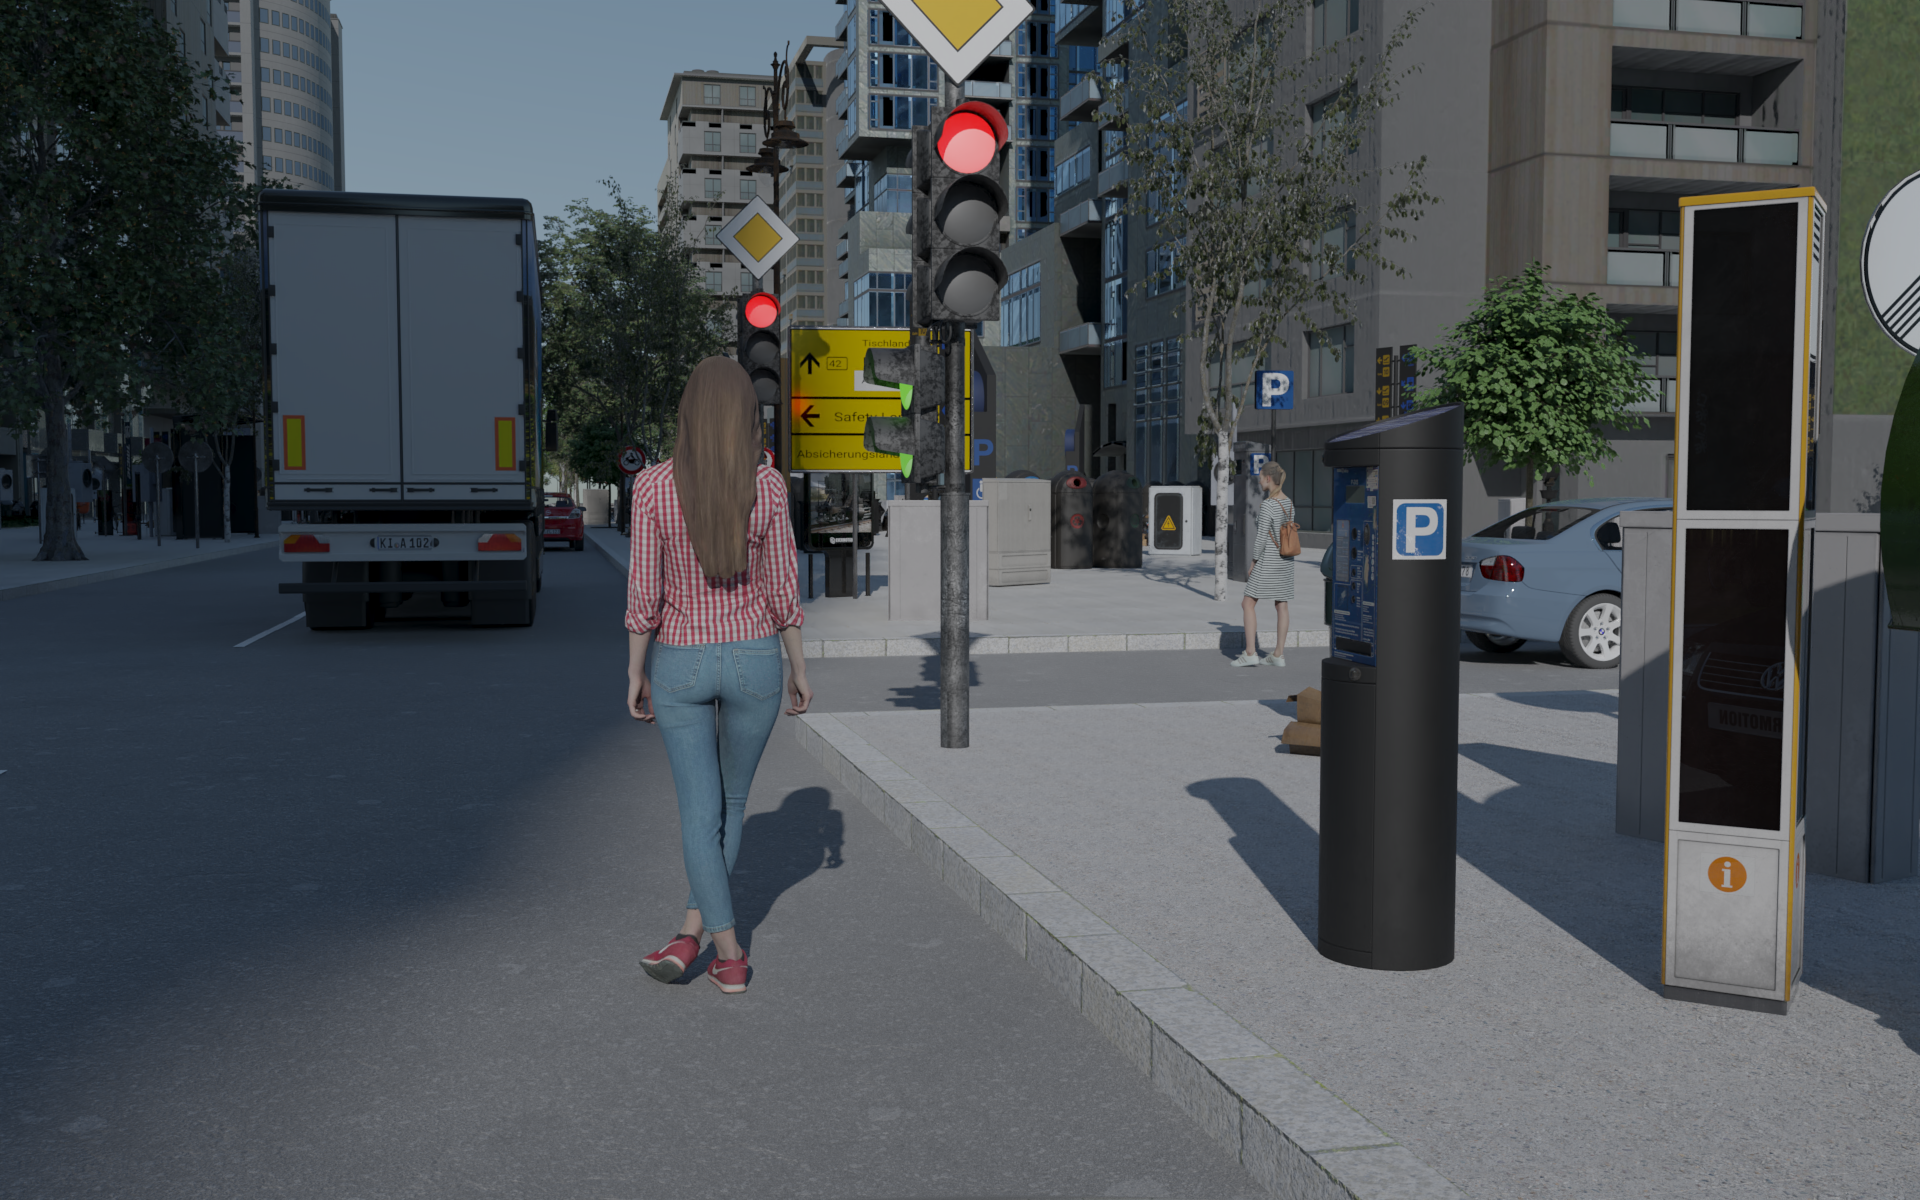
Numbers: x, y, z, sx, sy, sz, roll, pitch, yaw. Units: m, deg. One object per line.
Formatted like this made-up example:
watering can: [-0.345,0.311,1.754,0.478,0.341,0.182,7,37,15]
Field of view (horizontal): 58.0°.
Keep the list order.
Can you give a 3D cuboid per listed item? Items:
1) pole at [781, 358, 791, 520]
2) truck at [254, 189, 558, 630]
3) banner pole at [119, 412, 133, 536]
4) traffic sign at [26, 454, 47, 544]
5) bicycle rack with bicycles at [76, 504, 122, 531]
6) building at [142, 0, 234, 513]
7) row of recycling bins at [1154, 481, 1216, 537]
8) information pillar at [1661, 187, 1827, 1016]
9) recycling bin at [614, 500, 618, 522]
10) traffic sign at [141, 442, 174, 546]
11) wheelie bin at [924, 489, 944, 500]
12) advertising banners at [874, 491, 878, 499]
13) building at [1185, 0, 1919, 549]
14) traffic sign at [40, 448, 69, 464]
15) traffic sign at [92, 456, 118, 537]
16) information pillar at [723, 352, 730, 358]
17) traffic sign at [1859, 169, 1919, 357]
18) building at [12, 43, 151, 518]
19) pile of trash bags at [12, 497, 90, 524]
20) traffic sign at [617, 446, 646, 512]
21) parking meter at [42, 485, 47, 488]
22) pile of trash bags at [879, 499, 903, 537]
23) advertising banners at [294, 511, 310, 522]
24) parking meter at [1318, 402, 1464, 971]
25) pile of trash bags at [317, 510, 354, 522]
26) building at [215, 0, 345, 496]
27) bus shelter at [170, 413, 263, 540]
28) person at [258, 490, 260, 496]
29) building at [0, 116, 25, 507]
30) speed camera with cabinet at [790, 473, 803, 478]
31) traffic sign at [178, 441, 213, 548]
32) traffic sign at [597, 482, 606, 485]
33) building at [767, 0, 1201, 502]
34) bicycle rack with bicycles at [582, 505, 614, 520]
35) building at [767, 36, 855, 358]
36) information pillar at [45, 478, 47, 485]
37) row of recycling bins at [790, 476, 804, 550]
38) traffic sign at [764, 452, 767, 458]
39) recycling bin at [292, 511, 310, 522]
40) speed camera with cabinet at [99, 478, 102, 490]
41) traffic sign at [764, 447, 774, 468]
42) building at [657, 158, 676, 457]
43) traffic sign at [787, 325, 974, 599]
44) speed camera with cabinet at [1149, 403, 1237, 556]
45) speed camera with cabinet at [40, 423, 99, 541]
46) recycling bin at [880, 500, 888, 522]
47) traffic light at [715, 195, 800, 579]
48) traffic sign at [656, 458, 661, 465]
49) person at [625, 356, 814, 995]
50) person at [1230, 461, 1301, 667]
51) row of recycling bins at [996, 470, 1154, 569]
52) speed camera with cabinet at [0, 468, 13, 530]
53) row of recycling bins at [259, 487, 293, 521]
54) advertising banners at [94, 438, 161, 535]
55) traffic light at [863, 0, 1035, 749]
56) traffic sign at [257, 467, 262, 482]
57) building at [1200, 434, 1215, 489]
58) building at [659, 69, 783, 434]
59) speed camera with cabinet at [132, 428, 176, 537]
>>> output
pole: [-2.654,-1.972,26.079,0.158,3.312,0.155,0,3,0]
truck: [-6.487,-2.002,21.644,2.839,4.237,11.283,-1,4,-13]
banner pole: [-25.430,-3.844,52.873,0.401,3.779,0.863,-3,5,-44]
traffic sign: [-23.666,-2.593,44.520,0.606,2.300,0.079,0,4,-6]
bicycle rack with bicycles: [-30.672,-2.910,60.965,2.852,0.926,2.925,-1,4,-15]
building: [-67.692,-32.614,122.478,28.713,52.752,27.495,-1,4,-14]
row of recycling bins: [6.989,-2.832,53.413,1.069,1.692,3.534,-3,5,-42]
information pillar: [1.983,0.006,4.389,0.304,2.012,0.304,2,4,31]
recycling bin: [-15.323,-4.064,79.007,0.722,1.027,0.722,-2,4,-31]
traffic sign: [-19.673,-2.591,42.473,0.768,2.556,0.104,0,4,-4]
wheelie bin: [-0.725,-3.052,57.807,0.980,1.594,0.693,0,4,-1]
advertising banners: [-4.233,-4.345,67.230,2.074,3.025,0.090,0,4,-5]
building: [14.302,-21.813,40.231,14.086,41.232,14.154,-1,4,-14]
traffic sign: [-24.208,-2.824,46.281,0.768,2.556,0.104,0,4,-6]
traffic sign: [-25.816,-3.125,52.280,0.795,2.450,0.064,-1,4,-13]
information pillar: [-3.765,-2.275,28.543,0.183,3.616,0.504,-2,4,-31]
traffic sign: [3.817,-0.408,6.773,0.768,2.556,0.104,0,4,-8]
building: [-58.535,-29.079,95.049,23.786,49.044,30.456,-1,4,-14]
pile of trash bags: [-38.762,-3.897,73.461,3.447,1.369,1.912,-2,4,-25]
traffic sign: [-8.618,-2.776,45.497,0.768,2.556,0.104,-1,4,-9]
parking meter: [-25.852,-2.494,49.186,0.372,1.533,0.369,0,3,0]
pile of trash bags: [-0.613,-2.550,51.445,3.447,1.369,1.912,3,5,40]
advertising banners: [-29.374,-4.938,76.919,0.090,3.025,2.074,-3,5,-42]
parking meter: [1.188,0.221,4.790,0.372,1.533,0.369,0,3,0]
pile of trash bags: [-27.981,-4.177,78.046,1.912,1.369,3.447,-1,4,-21]
building: [-79.682,-39.606,189.564,21.231,58.520,28.212,-1,4,-14]
bus shelter: [-22.062,-3.703,51.823,1.731,3.624,6.357,-1,4,-14]
person: [-65.842,-9.426,162.625,0.705,1.823,1.348,-2,4,-30]
building: [-49.603,-26.877,63.143,21.300,48.544,21.600,-1,4,-14]
speed camera with cabinet: [-5.993,-4.275,64.240,0.660,3.252,2.038,0,4,2]
traffic sign: [-18.006,-2.491,40.834,0.768,2.556,0.104,-1,4,-11]
traffic sign: [-17.691,-5.254,85.900,0.884,2.594,0.081,-1,4,-10]
building: [-0.031,-49.124,115.852,22.319,86.520,31.000,-1,4,-14]
bicycle rack with bicycles: [-17.013,-4.336,84.281,2.925,0.926,2.852,-3,4,-37]
building: [-2.235,-27.712,144.973,32.217,40.220,23.993,-1,4,-14]
information pillar: [-27.331,-2.916,52.171,0.304,2.012,0.304,-3,4,-39]
row of recycling bins: [-3.792,-2.060,40.786,1.069,1.692,3.534,1,4,16]
traffic sign: [-3.311,-1.576,25.771,0.884,2.594,0.081,-1,4,-11]
recycling bin: [-30.664,-4.177,80.842,0.722,1.027,0.722,0,4,8]
speed camera with cabinet: [-39.166,-5.035,76.659,2.038,3.252,0.660,-3,5,-45]
traffic sign: [-5.313,-2.836,46.474,0.768,2.556,0.104,0,4,-4]
building: [-30.140,-37.651,239.291,21.300,48.544,21.600,-1,4,-14]
traffic sign: [-0.960,-1.667,21.121,2.265,3.308,0.079,0,4,-7]
speed camera with cabinet: [4.942,-2.534,35.768,2.038,3.252,0.660,2,4,29]
speed camera with cabinet: [-24.714,-3.275,47.881,0.660,3.252,2.038,0,4,-3]
recycling bin: [-2.810,-3.552,70.627,0.722,1.027,0.722,-2,4,-28]
traffic light: [-1.931,-1.683,16.439,0.839,4.253,0.868,-1,4,-14]
traffic sign: [-10.963,-3.854,63.013,0.884,2.594,0.081,-1,4,-12]
person: [-0.688,0.214,5.012,0.555,1.821,0.388,-2,4,-26]
person: [2.596,-0.300,14.410,0.522,1.701,0.512,3,5,41]
row of recycling bins: [1.466,-1.378,29.644,3.534,1.692,1.069,-2,4,-24]
speed camera with cabinet: [-34.363,-4.087,61.160,0.660,3.252,2.038,0,4,7]
row of recycling bins: [-32.579,-4.677,83.589,1.069,1.692,3.534,0,4,8]
advertising banners: [-25.754,-3.514,53.640,2.074,3.025,0.090,0,4,-3]
traffic light: [-0.045,-1.208,8.679,0.839,4.253,0.868,-1,4,-14]
traffic sign: [-31.895,-4.775,78.176,0.768,2.556,0.104,0,4,-4]
building: [12.929,-46.363,70.713,22.319,86.520,31.000,-1,4,-14]
building: [-21.769,-38.333,215.977,28.713,52.752,27.495,-1,4,-14]
speed camera with cabinet: [-24.175,-3.547,52.335,0.660,3.252,2.038,0,4,6]
